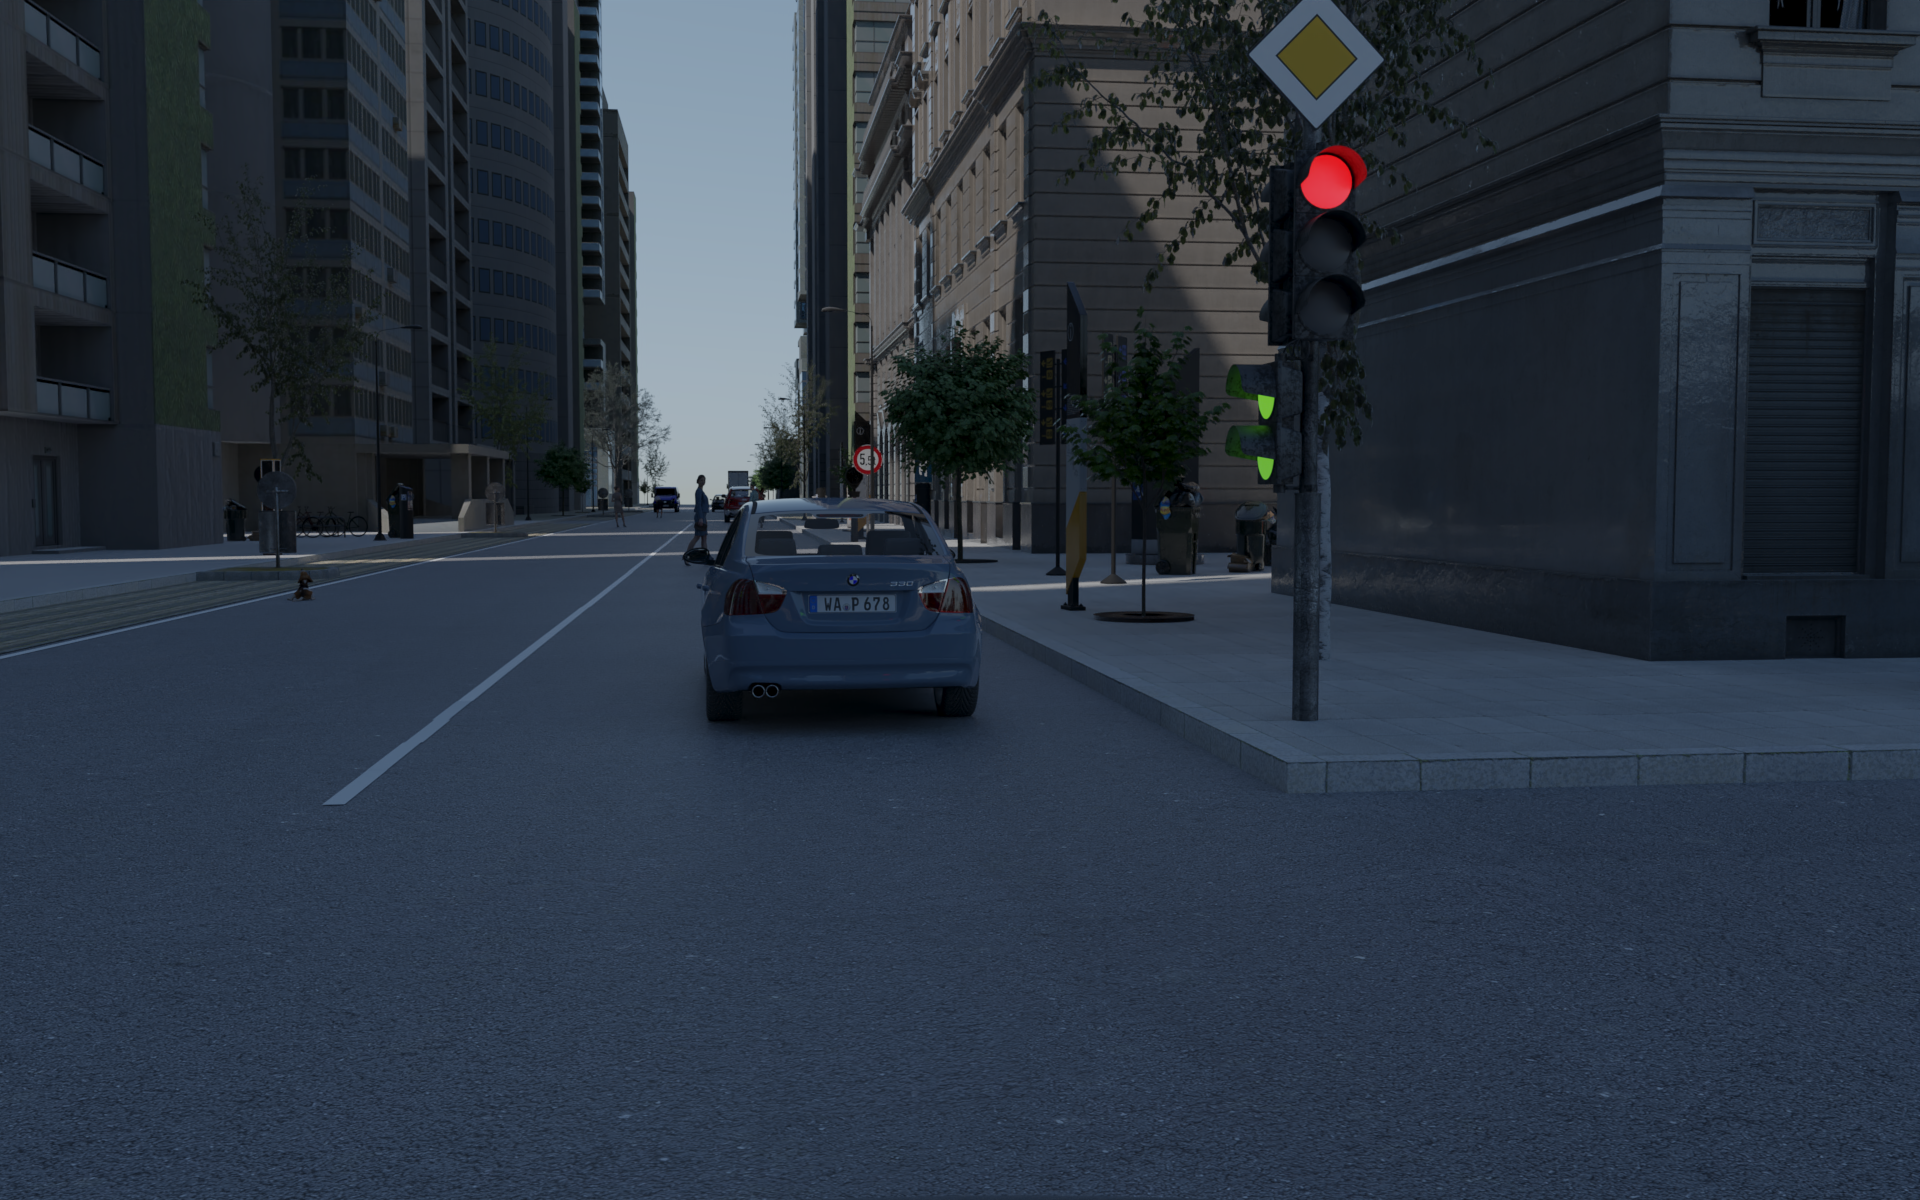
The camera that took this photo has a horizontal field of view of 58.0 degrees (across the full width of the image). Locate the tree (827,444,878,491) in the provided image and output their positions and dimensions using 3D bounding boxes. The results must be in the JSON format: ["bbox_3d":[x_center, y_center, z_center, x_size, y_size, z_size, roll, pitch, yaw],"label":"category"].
[{"bbox_3d":[-3.438,-3.958,59.316,1.663,3.219,1.824,0,3,0],"label":"tree"}]

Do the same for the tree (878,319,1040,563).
[{"bbox_3d":[0.036,-2.996,32.704,4.285,4.588,4.351,0,3,0],"label":"tree"}]

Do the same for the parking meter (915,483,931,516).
[{"bbox_3d":[-0.839,-1.876,39.079,0.372,1.533,0.369,0,3,0],"label":"parking meter"}]

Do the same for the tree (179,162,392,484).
[{"bbox_3d":[-15.387,-5.454,39.543,4.360,8.622,3.978,0,3,0],"label":"tree"}]

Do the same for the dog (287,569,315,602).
[{"bbox_3d":[-8.971,-0.199,23.454,0.550,0.427,0.748,1,4,20],"label":"dog"}]

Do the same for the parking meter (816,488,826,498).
[{"bbox_3d":[-5.412,-3.603,67.313,0.372,1.533,0.369,0,3,0],"label":"parking meter"}]

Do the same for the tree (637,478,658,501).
[{"bbox_3d":[-36.809,-12.734,202.807,1.663,3.219,1.824,0,3,0],"label":"tree"}]

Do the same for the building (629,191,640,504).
[{"bbox_3d":[-49.632,-33.209,226.556,14.154,41.232,14.086,0,4,-8],"label":"building"}]

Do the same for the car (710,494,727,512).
[{"bbox_3d":[-19.122,-7.921,139.299,2.009,1.686,4.222,-1,4,-9],"label":"car"}]

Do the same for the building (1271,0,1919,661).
[{"bbox_3d":[13.509,-10.354,18.439,18.267,20.994,9.793,0,4,-8],"label":"building"}]

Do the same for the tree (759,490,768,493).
[{"bbox_3d":[-25.708,-14.003,223.547,1.663,3.219,1.824,0,3,0],"label":"tree"}]

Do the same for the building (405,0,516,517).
[{"bbox_3d":[-34.814,-39.902,90.647,20.563,71.187,20.611,0,4,-8],"label":"building"}]

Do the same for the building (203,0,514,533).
[{"bbox_3d":[-33.681,-22.647,62.154,32.217,40.220,23.993,0,4,-8],"label":"building"}]

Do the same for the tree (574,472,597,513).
[{"bbox_3d":[-26.158,-7.637,119.466,1.663,3.219,1.824,0,3,0],"label":"tree"}]

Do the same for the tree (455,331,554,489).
[{"bbox_3d":[-20.856,-7.899,79.518,4.737,8.622,4.395,0,3,0],"label":"tree"}]

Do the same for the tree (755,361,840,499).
[{"bbox_3d":[-8.679,-8.800,94.243,4.360,8.622,3.978,0,3,0],"label":"tree"}]

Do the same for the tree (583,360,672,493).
[{"bbox_3d":[-31.324,-15.098,157.220,12.009,13.543,11.850,0,3,0],"label":"tree"}]

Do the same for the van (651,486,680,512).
[{"bbox_3d":[-23.218,-8.113,137.034,2.240,2.365,5.245,0,4,-7],"label":"van"}]

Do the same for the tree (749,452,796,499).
[{"bbox_3d":[-14.366,-9.361,136.769,4.285,4.588,4.351,0,3,0],"label":"tree"}]

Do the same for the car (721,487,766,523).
[{"bbox_3d":[-11.073,-4.897,88.732,2.281,1.827,5.304,0,4,-8],"label":"car"}]

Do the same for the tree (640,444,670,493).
[{"bbox_3d":[-40.245,-16.992,228.176,4.737,8.622,4.395,0,3,0],"label":"tree"}]

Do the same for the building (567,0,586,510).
[{"bbox_3d":[-37.581,-27.735,137.069,14.154,41.232,14.086,0,4,-8],"label":"building"}]

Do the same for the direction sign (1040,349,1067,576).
[{"bbox_3d":[1.545,-2.157,27.260,0.379,3.537,0.876,-3,4,-37],"label":"direction sign"}]

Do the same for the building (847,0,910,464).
[{"bbox_3d":[0.689,-25.186,95.380,14.154,41.232,14.086,0,4,-8],"label":"building"}]

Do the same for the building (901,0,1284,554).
[{"bbox_3d":[5.526,-15.403,49.099,12.463,27.353,25.104,0,4,-8],"label":"building"}]

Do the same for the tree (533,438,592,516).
[{"bbox_3d":[-23.356,-7.237,102.031,4.285,4.588,4.351,0,3,0],"label":"tree"}]

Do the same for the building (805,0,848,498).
[{"bbox_3d":[-2.344,-36.857,144.618,21.231,58.520,28.212,0,4,-8],"label":"building"}]

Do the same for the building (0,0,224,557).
[{"bbox_3d":[-25.176,-21.555,36.025,14.154,41.232,14.086,0,4,-8],"label":"building"}]

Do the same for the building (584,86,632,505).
[{"bbox_3d":[-50.889,-35.695,207.314,21.300,48.544,21.600,0,4,-8],"label":"building"}]

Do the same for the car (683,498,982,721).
[{"bbox_3d":[-0.953,-0.019,12.312,2.014,1.417,4.499,-1,4,-9],"label":"car"}]

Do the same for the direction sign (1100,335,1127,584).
[{"bbox_3d":[2.199,-2.002,24.723,0.379,3.537,0.876,2,4,27],"label":"direction sign"}]

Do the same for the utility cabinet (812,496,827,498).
[{"bbox_3d":[-5.558,-3.508,68.511,0.306,1.237,1.020,1,4,13],"label":"utility cabinet"}]

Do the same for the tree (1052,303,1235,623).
[{"bbox_3d":[1.870,-1.417,17.776,1.663,3.219,1.824,0,3,0],"label":"tree"}]

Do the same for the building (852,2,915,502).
[{"bbox_3d":[2.918,-14.184,73.713,13.314,21.916,24.055,0,4,-8],"label":"building"}]

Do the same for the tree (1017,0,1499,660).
[{"bbox_3d":[2.567,-3.839,13.125,4.360,8.622,3.978,0,3,0],"label":"tree"}]

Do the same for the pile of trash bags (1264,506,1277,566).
[{"bbox_3d":[7.075,-1.267,30.471,3.447,1.369,1.912,0,4,7],"label":"pile of trash bags"}]

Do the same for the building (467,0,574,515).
[{"bbox_3d":[-38.005,-35.058,115.191,21.231,58.520,28.212,0,4,-8],"label":"building"}]

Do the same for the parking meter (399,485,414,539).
[{"bbox_3d":[-15.897,-2.528,49.744,0.372,1.533,0.369,0,3,0],"label":"parking meter"}]
